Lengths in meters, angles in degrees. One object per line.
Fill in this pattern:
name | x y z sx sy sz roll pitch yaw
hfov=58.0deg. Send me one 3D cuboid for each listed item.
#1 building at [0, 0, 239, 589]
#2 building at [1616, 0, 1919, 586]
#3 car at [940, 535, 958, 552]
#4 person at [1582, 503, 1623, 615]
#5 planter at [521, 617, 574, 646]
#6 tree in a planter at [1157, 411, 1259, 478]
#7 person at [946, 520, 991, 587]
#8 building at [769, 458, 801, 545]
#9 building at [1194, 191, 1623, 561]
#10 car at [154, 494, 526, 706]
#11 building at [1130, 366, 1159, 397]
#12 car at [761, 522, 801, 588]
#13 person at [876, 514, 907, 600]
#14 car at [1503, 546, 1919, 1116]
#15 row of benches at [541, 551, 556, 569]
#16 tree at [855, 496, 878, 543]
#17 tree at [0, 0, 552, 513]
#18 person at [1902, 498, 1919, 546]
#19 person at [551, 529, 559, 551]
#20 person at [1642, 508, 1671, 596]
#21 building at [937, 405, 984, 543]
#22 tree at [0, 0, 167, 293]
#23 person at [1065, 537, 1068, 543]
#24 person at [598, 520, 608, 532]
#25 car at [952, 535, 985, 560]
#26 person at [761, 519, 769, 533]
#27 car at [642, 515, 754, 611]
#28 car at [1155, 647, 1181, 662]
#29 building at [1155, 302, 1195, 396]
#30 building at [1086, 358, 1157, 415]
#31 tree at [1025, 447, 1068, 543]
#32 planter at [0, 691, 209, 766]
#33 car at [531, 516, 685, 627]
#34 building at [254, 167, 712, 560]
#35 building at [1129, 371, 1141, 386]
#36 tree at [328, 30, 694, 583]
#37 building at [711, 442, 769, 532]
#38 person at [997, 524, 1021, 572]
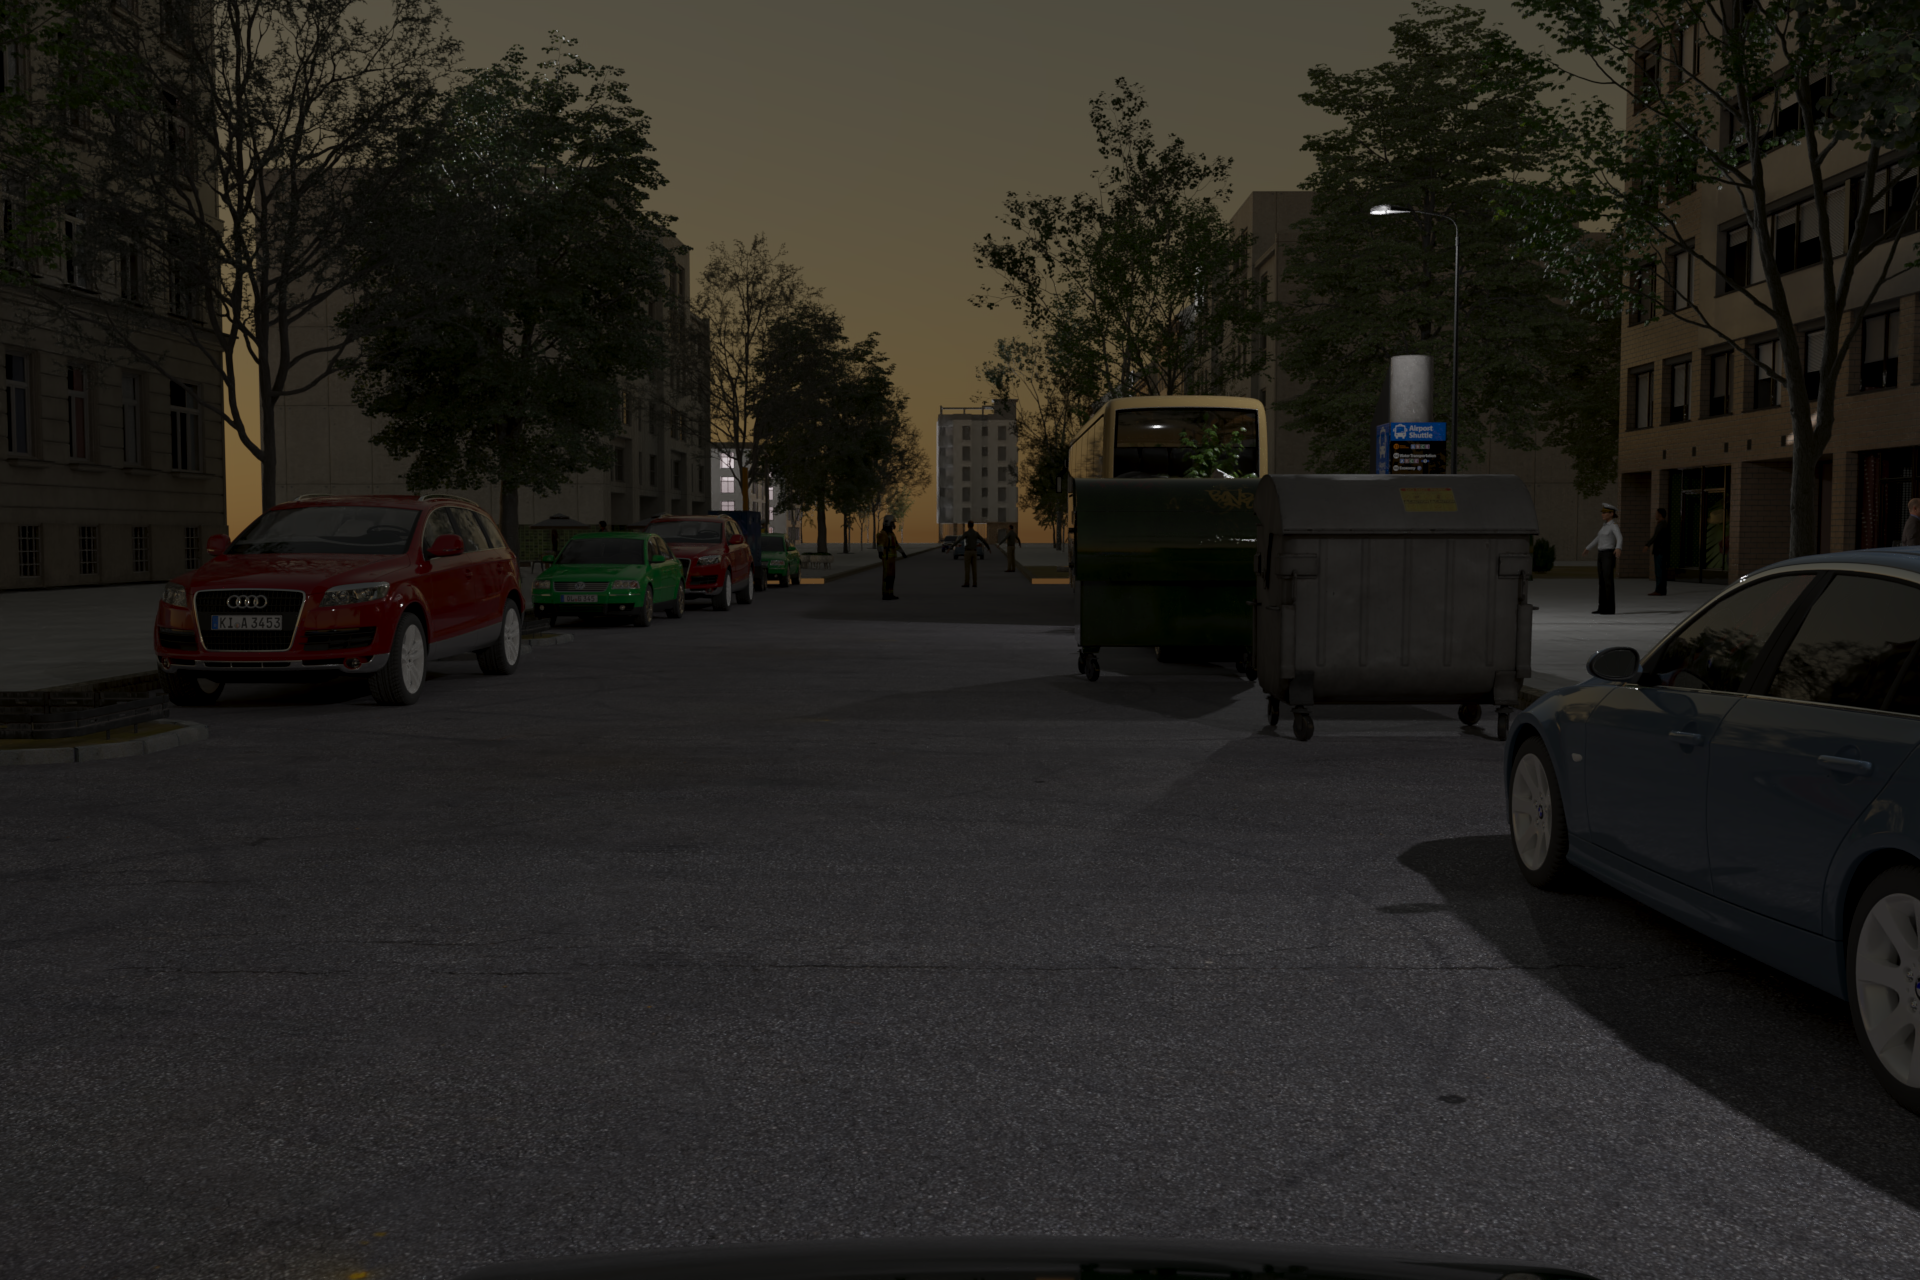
building | -27.778 -12.338 33.750 16.112 23.069 30.059 0 3 0
building | 28.266 -13.396 25.604 21.656 26.213 47.522 0 4 1
car | -0.579 -7.598 136.804 1.945 1.354 3.894 0 4 0
person | 10.245 -1.294 27.617 0.721 1.778 1.216 0 4 -5
planter | -6.203 -0.105 22.858 1.991 0.319 1.994 0 4 1
tree in a planter | 3.622 -1.706 25.122 1.991 3.239 1.994 0 4 0
person | 0.275 -2.320 46.662 1.348 1.796 0.705 -2 4 -27
building | -23.264 -16.081 205.078 9.099 9.664 28.070 0 4 1
building | 23.542 -14.160 97.970 16.747 18.905 31.486 0 4 1
car | -5.567 -0.457 16.138 2.281 1.827 5.304 0 4 0
building | 27.377 -20.967 173.731 19.493 23.208 18.063 0 4 0
car | -5.433 -2.382 47.743 1.959 1.807 4.718 0 4 1
person | -1.526 -1.805 37.735 0.705 1.858 1.354 1 4 21
car | 3.183 0.397 5.519 2.014 1.417 4.499 0 4 0
row of benches | -14.658 -2.914 63.108 1.422 0.672 4.104 -1 4 -22
tree | -12.927 -18.173 247.497 4.360 8.622 3.978 0 3 0
tree | -12.415 -7.352 30.580 12.009 13.543 11.850 0 3 0
person | 12.789 -1.007 23.066 0.434 1.755 0.990 3 4 39
person | -18.294 -4.418 78.371 0.704 1.812 1.346 -1 4 -20
person | 14.550 -1.833 36.042 0.705 1.821 1.348 3 5 41
building | -2.985 -23.701 246.387 11.380 20.090 16.016 0 4 3
tree | -12.367 -5.674 18.522 9.928 11.665 9.643 0 3 0
person | 4.653 -3.726 66.774 1.347 1.847 0.705 1 4 21
person | -14.376 -3.878 69.543 0.704 1.843 1.345 2 4 24
car | 0.512 -5.294 98.556 2.014 1.417 4.499 0 4 1
person | -6.305 -3.051 56.351 0.721 1.772 1.216 -3 5 -44
car | -5.275 -1.540 33.847 2.281 1.827 5.304 0 4 1
car | 3.085 -0.731 20.747 1.959 1.807 4.718 0 4 0
building | 24.773 -18.208 128.635 19.493 23.208 18.063 0 4 1
building | 25.117 -23.319 212.186 19.493 23.208 18.063 0 4 1
tree | 14.052 -20.472 241.364 9.857 13.997 8.962 0 3 0
planter | -6.274 0.578 11.687 1.991 0.319 1.994 0 4 1
car | -5.630 -1.179 28.066 1.959 1.807 4.718 0 4 1
building | -25.318 -14.260 99.610 16.747 18.905 31.486 0 4 1
building | 24.584 -21.038 200.387 16.016 20.090 11.380 0 4 1
tree | -11.851 -8.450 44.813 9.857 13.997 8.962 0 3 0
building | -23.370 -14.060 172.024 9.099 9.664 28.070 0 4 1
person | 1.903 -3.457 65.245 0.705 1.796 1.348 3 5 42
